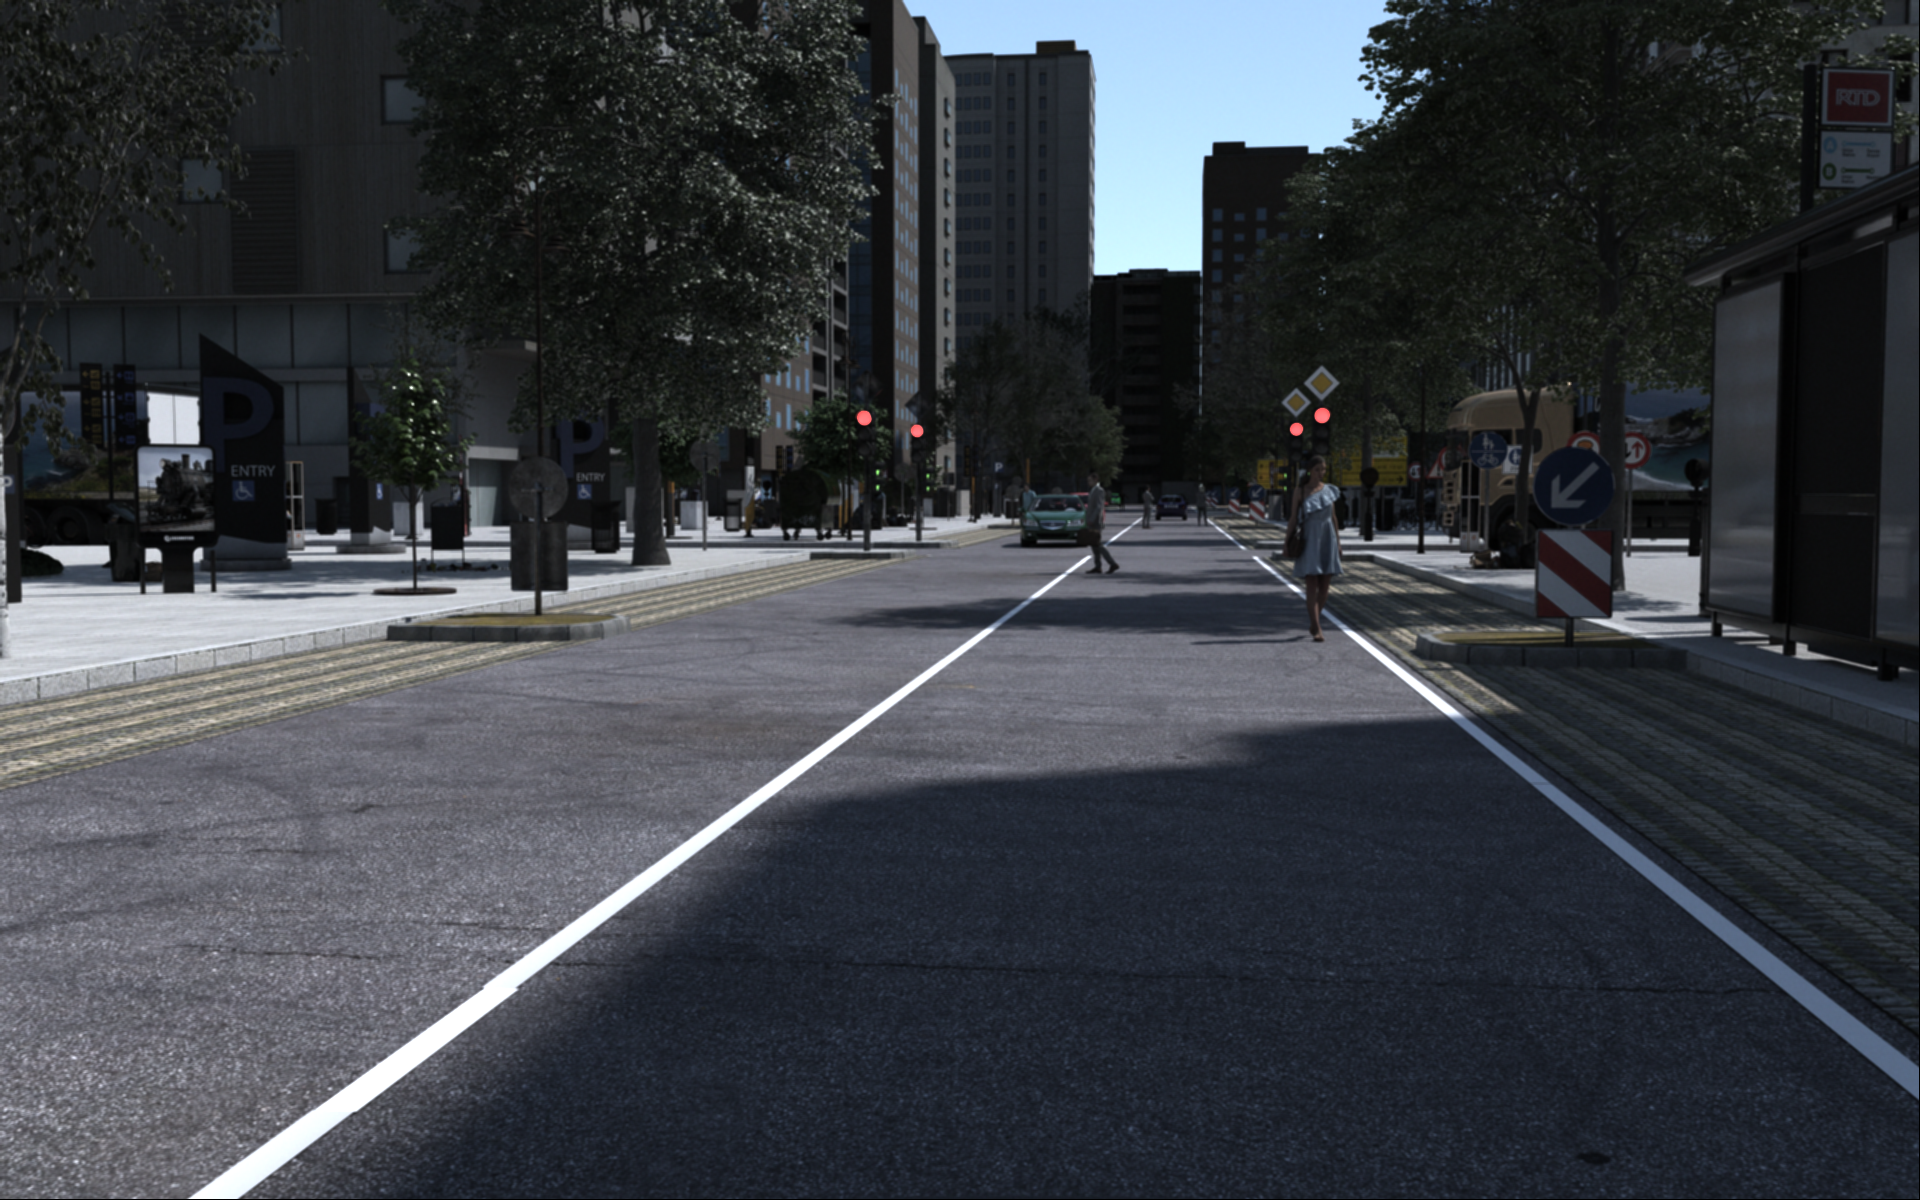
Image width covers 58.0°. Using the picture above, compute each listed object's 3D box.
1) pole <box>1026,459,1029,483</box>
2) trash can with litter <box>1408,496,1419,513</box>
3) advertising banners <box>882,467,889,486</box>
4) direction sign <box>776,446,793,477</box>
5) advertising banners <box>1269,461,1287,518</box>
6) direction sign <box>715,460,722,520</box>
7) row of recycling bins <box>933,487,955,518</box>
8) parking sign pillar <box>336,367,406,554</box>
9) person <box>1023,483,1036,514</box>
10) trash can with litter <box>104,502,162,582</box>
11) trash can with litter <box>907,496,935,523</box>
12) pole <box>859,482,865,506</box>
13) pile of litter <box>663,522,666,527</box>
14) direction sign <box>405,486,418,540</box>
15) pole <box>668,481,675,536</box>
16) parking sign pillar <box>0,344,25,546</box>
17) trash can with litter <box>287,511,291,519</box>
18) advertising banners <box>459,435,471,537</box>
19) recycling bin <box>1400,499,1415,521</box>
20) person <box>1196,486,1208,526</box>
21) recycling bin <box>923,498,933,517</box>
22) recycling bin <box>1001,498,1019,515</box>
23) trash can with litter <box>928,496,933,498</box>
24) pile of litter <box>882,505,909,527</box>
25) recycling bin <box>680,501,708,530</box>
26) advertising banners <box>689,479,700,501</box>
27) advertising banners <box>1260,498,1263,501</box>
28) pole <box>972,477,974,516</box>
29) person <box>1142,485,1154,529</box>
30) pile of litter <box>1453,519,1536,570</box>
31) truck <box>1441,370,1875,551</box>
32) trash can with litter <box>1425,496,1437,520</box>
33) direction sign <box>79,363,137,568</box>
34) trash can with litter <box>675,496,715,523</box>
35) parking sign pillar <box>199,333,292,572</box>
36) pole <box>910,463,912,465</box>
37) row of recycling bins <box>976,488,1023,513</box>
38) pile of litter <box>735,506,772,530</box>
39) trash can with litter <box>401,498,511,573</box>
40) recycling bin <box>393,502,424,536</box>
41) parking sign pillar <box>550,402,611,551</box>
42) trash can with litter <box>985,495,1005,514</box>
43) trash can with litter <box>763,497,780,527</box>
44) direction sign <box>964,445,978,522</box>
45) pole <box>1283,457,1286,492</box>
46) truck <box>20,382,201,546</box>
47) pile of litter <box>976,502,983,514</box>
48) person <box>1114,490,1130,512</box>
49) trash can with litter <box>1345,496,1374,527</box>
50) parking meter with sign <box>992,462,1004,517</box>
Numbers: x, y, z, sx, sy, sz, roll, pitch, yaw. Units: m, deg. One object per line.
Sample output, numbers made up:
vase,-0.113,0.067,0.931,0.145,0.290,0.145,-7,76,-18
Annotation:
pole,3.904,-6.474,99.688,0.158,3.312,0.155,0,3,0
trash can with litter,27.251,-5.673,104.142,0.624,1.170,1.055,2,4,35
advertising banners,-4.221,-7.181,113.591,2.074,3.025,0.090,-2,4,-26
direction sign,-8.192,-5.439,80.929,0.876,3.537,0.379,1,4,21
advertising banners,17.012,-5.883,92.379,0.090,3.025,2.074,-1,4,-19
direction sign,-11.873,-5.696,85.133,0.379,3.537,0.876,0,4,2
row of recycling bins,-0.855,-5.430,95.896,1.069,1.692,3.534,-1,4,-8
parking sign pillar,-12.741,-2.991,37.370,1.447,3.967,1.447,0,4,2
person,2.466,-3.158,60.156,0.660,1.820,0.620,3,5,39
trash can with litter,-11.967,-0.858,25.411,1.055,1.170,0.624,1,4,8
trash can with litter,-2.188,-4.021,76.794,1.678,1.210,2.233,-1,4,-22
pole,-3.752,-4.396,65.724,0.158,3.312,0.155,0,3,0
pile of litter,-12.245,-3.341,68.583,1.719,0.858,1.176,3,5,40
direction sign,-15.489,-3.474,48.799,0.379,3.537,0.876,-2,4,-27
pole,-8.809,-3.604,52.771,0.158,3.312,0.155,0,3,0
parking sign pillar,-17.271,-2.571,30.502,1.447,3.967,1.447,-3,4,-36
trash can with litter,-13.945,-1.419,34.580,0.624,1.170,1.055,2,4,26
advertising banners,-14.862,-3.411,51.956,0.090,3.025,2.074,0,4,-8
recycling bin,21.658,-4.361,83.856,0.722,1.027,0.722,0,4,1
person,10.811,-4.209,77.495,0.537,1.800,0.526,3,4,37
recycling bin,-1.657,-5.286,98.984,0.722,1.027,0.722,3,4,37
recycling bin,3.078,-5.597,104.071,0.722,1.027,0.722,1,4,19
trash can with litter,-1.768,-5.836,106.804,0.624,1.170,1.055,1,4,16
pile of litter,-2.767,-3.269,67.412,1.719,0.858,1.176,-1,4,-19
recycling bin,-9.535,-3.031,62.108,0.722,1.027,0.722,2,4,29
advertising banners,-14.013,-5.833,91.560,0.090,3.025,2.074,-2,4,-24
advertising banners,17.893,-6.518,102.753,0.090,3.025,2.074,2,4,28
pole,0.744,-6.578,101.389,0.158,3.312,0.155,0,3,0
person,7.820,-3.860,71.794,0.466,1.800,0.511,-3,5,-44
pile of litter,9.314,-0.969,29.815,1.719,0.858,1.176,0,4,4
truck,16.493,-3.155,40.502,11.283,4.237,2.839,0,4,6
trash can with litter,22.844,-4.417,83.611,0.624,1.170,1.055,0,4,-5
direction sign,-14.802,-2.335,30.179,0.876,3.537,0.379,-3,4,-36
trash can with litter,-12.030,-4.041,77.126,2.233,1.210,1.678,-1,4,-12
parking sign pillar,-12.054,-2.487,29.130,1.447,3.967,1.447,-1,4,-17
pole,-3.150,-7.276,112.798,0.158,3.312,0.155,0,3,0
row of recycling bins,2.766,-6.771,117.824,3.534,1.692,1.069,-1,4,-15
pile of litter,-7.594,-3.024,63.415,1.176,0.858,1.719,3,5,44
trash can with litter,-8.200,-1.102,29.077,2.233,1.210,1.678,-1,4,-16
recycling bin,-16.979,-2.493,53.318,0.722,1.027,0.722,0,3,0
parking sign pillar,-8.733,-3.142,39.841,1.447,3.967,1.447,-2,4,-35
trash can with litter,2.260,-6.040,109.812,2.233,1.210,1.678,-1,4,-14
trash can with litter,-7.020,-3.444,67.361,2.233,1.210,1.678,0,4,4
direction sign,0.515,-5.381,79.975,0.876,3.537,0.379,3,5,44
pole,17.695,-6.153,94.452,0.158,3.312,0.155,0,3,0
truck,-25.738,-3.453,45.371,11.283,4.237,2.839,0,4,8
pile of litter,0.892,-6.049,112.871,1.176,0.858,1.719,0,4,-7
person,12.890,-7.873,137.739,1.217,1.766,0.721,1,4,16
trash can with litter,15.309,-3.461,67.649,1.678,1.210,2.233,1,4,15
parking meter with sign,2.059,-6.085,95.744,0.543,3.016,1.738,0,4,-4
